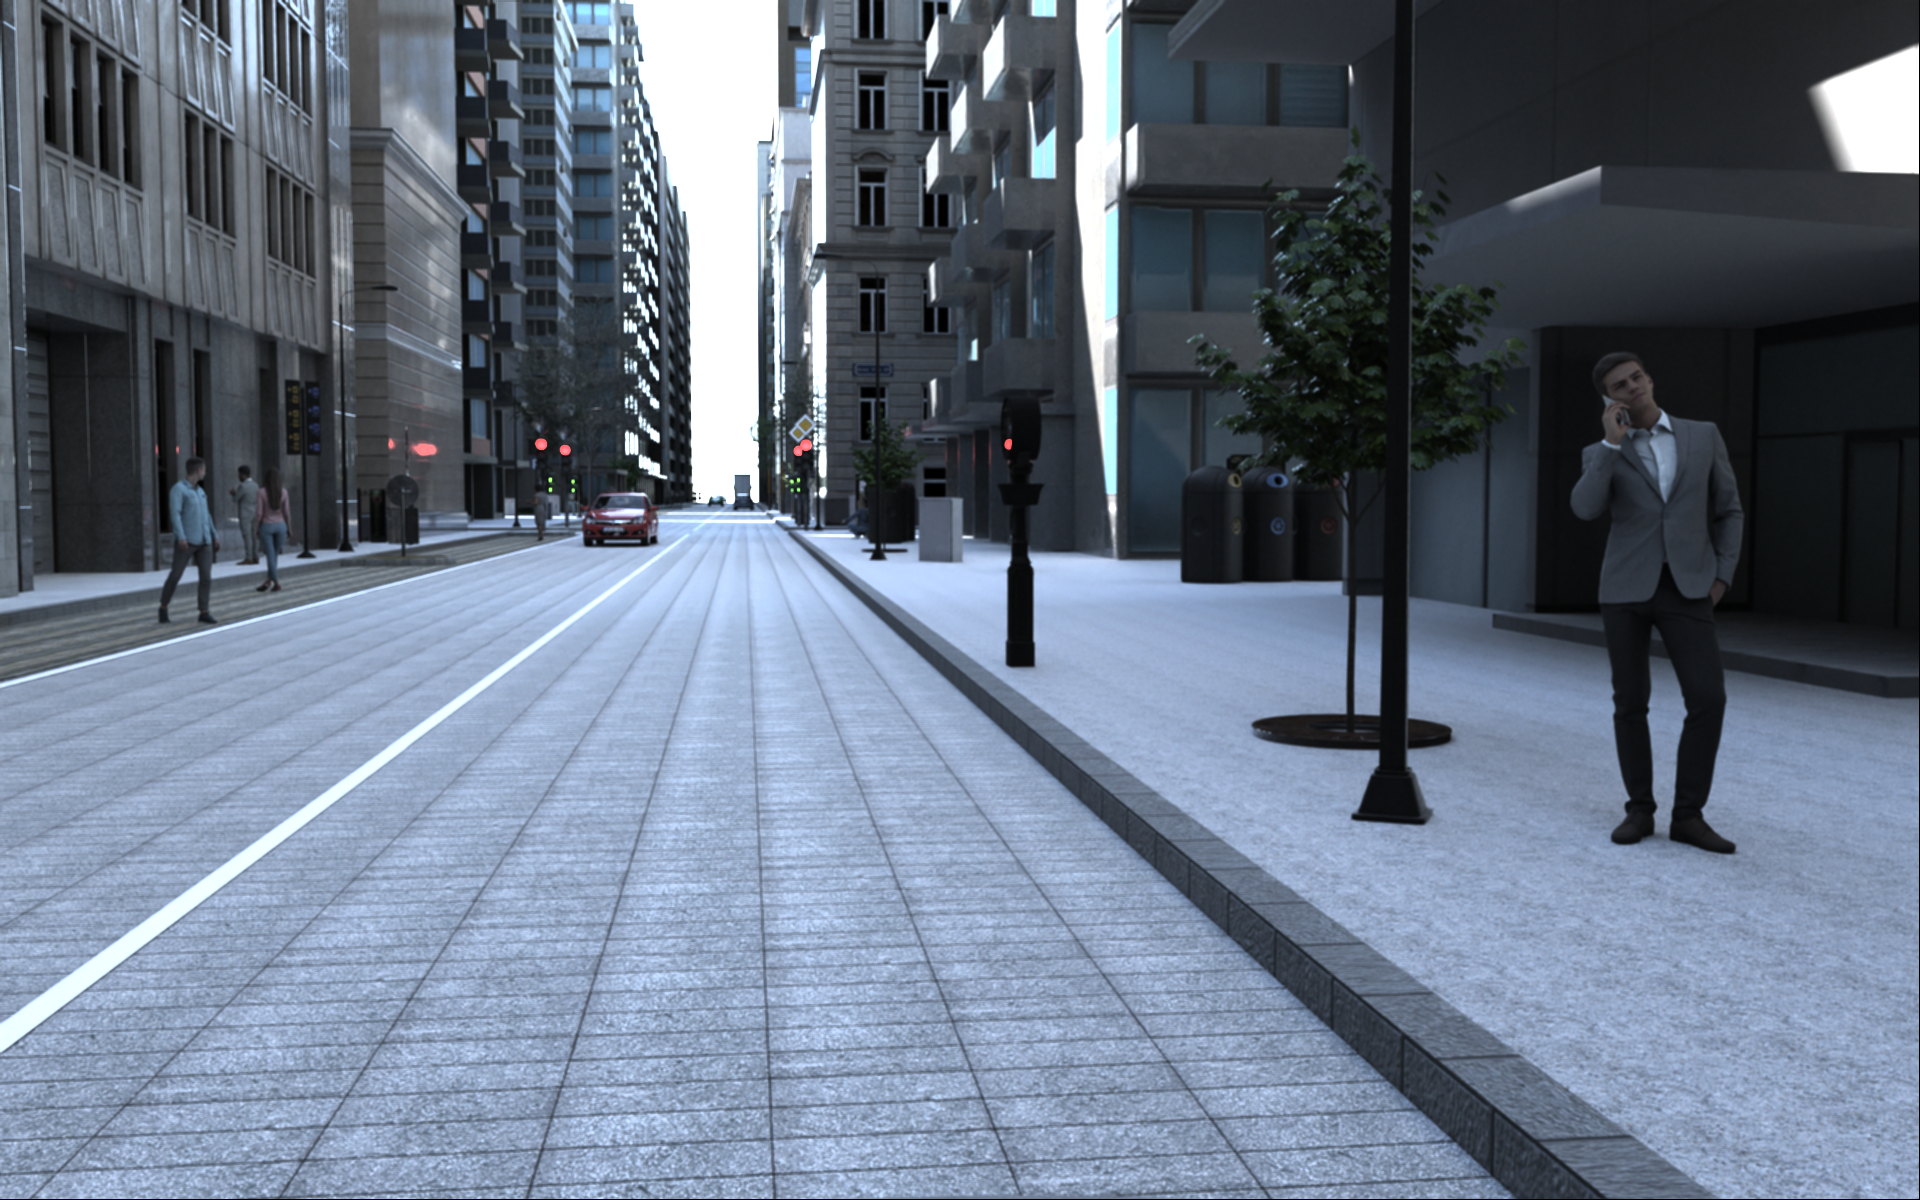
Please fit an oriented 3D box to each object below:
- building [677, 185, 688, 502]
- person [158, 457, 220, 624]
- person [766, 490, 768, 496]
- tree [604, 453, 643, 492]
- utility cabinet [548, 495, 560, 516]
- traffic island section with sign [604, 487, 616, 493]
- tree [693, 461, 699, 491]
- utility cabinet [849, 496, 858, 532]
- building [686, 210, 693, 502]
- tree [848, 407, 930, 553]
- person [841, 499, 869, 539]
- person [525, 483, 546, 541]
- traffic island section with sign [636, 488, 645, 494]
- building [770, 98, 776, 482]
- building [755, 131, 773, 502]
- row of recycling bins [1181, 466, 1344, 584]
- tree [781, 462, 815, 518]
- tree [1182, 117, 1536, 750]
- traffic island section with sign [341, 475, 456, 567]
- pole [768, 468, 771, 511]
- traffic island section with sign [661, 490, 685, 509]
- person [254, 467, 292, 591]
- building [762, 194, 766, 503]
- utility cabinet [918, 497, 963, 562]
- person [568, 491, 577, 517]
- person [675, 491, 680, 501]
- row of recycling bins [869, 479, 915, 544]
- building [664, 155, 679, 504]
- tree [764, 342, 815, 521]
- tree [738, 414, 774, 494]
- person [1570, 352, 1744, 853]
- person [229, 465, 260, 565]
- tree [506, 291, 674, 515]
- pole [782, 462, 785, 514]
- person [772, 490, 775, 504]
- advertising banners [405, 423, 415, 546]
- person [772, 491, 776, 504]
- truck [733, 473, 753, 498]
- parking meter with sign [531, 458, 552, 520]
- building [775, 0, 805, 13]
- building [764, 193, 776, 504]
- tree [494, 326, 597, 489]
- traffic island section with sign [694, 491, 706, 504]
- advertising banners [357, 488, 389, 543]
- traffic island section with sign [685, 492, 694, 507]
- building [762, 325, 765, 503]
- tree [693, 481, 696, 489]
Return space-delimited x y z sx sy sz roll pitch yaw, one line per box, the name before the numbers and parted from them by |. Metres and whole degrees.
building | -51.895 -38.651 255.645 21.300 48.544 21.600 0 4 -7
person | -8.499 -0.657 19.109 0.748 1.841 0.638 2 4 28
person | -23.604 -12.611 212.678 0.568 1.767 0.683 -1 4 -16
tree | -26.930 -9.452 138.250 4.285 4.588 4.351 0 3 0
utility cabinet | -23.416 -5.402 99.491 0.306 1.237 1.020 2 4 26
traffic island section with sign | -18.170 -4.989 90.199 1.989 1.847 2.006 0 4 -7
tree | -46.183 -20.976 293.323 4.360 8.622 3.978 0 3 0
utility cabinet | -3.286 -2.878 58.221 0.306 1.237 1.020 3 4 36
building | -54.032 -39.984 277.439 21.300 48.544 21.600 0 4 -7
tree | -1.754 -2.686 38.525 1.663 3.219 1.824 0 3 0
person | -2.988 -2.324 49.542 0.738 1.151 1.012 3 4 38
person | -12.892 -2.690 52.841 0.532 1.782 0.716 1 4 12
traffic island section with sign | -21.506 -6.625 116.948 1.989 1.847 2.006 0 4 -7
building | -9.690 -32.815 191.156 22.147 44.769 28.867 0 4 -7
building | -23.223 -45.620 287.886 21.231 58.520 28.212 0 4 -7
row of recycling bins | 4.897 -1.132 25.629 3.534 1.692 1.069 -1 4 -20
tree | -8.356 -5.900 91.058 1.663 3.219 1.824 0 3 0
tree | 1.945 -0.884 9.052 1.663 3.219 1.824 0 3 0
traffic island section with sign | -11.286 -1.612 34.990 1.989 1.847 2.006 0 4 -7
pole | -14.759 -8.581 134.150 0.158 3.312 0.155 0 3 0
traffic island section with sign | -27.631 -9.626 166.016 1.989 1.847 2.006 0 4 -7
person | -10.040 -1.029 25.342 0.388 1.821 0.555 3 5 39
building | -21.747 -36.843 252.490 14.600 45.320 14.200 0 4 -7
utility cabinet | -0.364 -1.330 32.907 0.306 1.237 1.020 -3 5 -39
person | -21.833 -5.563 96.982 0.794 1.824 0.713 2 4 29
person | -37.977 -13.820 232.785 0.721 1.735 1.217 1 4 13
row of recycling bins | -1.850 -2.407 46.461 1.069 1.692 3.534 0 4 6
building | -49.751 -37.325 233.967 21.300 48.544 21.600 0 4 -7
tree | -7.299 -8.143 83.504 4.360 8.622 3.978 0 3 0
tree | -25.145 -18.335 225.537 9.928 11.665 9.643 0 3 0
person | 2.564 -0.008 6.355 0.592 1.802 0.473 2 4 32
person | -13.054 -1.551 31.589 0.466 1.800 0.511 0 4 -5
tree | -22.460 -11.915 105.183 12.009 13.543 11.850 0 3 0
pole | -11.153 -7.058 109.248 0.158 3.312 0.155 0 3 0
person | -24.746 -13.642 229.532 0.683 1.767 0.568 -2 4 -31
advertising banners | -13.803 -2.891 43.455 0.090 3.025 2.074 -1 4 -13
person | -24.331 -13.533 227.824 0.721 1.766 1.217 -3 5 -41
truck | -30.305 -15.443 241.405 2.839 4.237 11.283 0 4 -7
parking meter with sign | -20.629 -5.461 85.549 0.543 3.016 1.738 0 4 6
building | -9.245 -30.764 153.105 14.600 45.320 14.200 0 4 -7
building | -19.722 -33.921 238.202 14.154 41.232 14.086 0 4 -7
tree | -18.370 -7.738 76.882 4.360 8.622 3.978 0 3 0
traffic island section with sign | -37.938 -14.682 248.677 1.989 1.847 2.006 0 4 -7
advertising banners | -16.046 -3.033 45.778 2.074 3.025 0.090 1 4 14
traffic island section with sign | -31.031 -11.297 193.335 1.989 1.847 2.006 0 4 -7
building | -23.382 -30.320 267.439 14.160 30.474 14.107 0 4 -7
tree | -47.250 -19.285 299.021 4.285 4.588 4.351 0 3 0
